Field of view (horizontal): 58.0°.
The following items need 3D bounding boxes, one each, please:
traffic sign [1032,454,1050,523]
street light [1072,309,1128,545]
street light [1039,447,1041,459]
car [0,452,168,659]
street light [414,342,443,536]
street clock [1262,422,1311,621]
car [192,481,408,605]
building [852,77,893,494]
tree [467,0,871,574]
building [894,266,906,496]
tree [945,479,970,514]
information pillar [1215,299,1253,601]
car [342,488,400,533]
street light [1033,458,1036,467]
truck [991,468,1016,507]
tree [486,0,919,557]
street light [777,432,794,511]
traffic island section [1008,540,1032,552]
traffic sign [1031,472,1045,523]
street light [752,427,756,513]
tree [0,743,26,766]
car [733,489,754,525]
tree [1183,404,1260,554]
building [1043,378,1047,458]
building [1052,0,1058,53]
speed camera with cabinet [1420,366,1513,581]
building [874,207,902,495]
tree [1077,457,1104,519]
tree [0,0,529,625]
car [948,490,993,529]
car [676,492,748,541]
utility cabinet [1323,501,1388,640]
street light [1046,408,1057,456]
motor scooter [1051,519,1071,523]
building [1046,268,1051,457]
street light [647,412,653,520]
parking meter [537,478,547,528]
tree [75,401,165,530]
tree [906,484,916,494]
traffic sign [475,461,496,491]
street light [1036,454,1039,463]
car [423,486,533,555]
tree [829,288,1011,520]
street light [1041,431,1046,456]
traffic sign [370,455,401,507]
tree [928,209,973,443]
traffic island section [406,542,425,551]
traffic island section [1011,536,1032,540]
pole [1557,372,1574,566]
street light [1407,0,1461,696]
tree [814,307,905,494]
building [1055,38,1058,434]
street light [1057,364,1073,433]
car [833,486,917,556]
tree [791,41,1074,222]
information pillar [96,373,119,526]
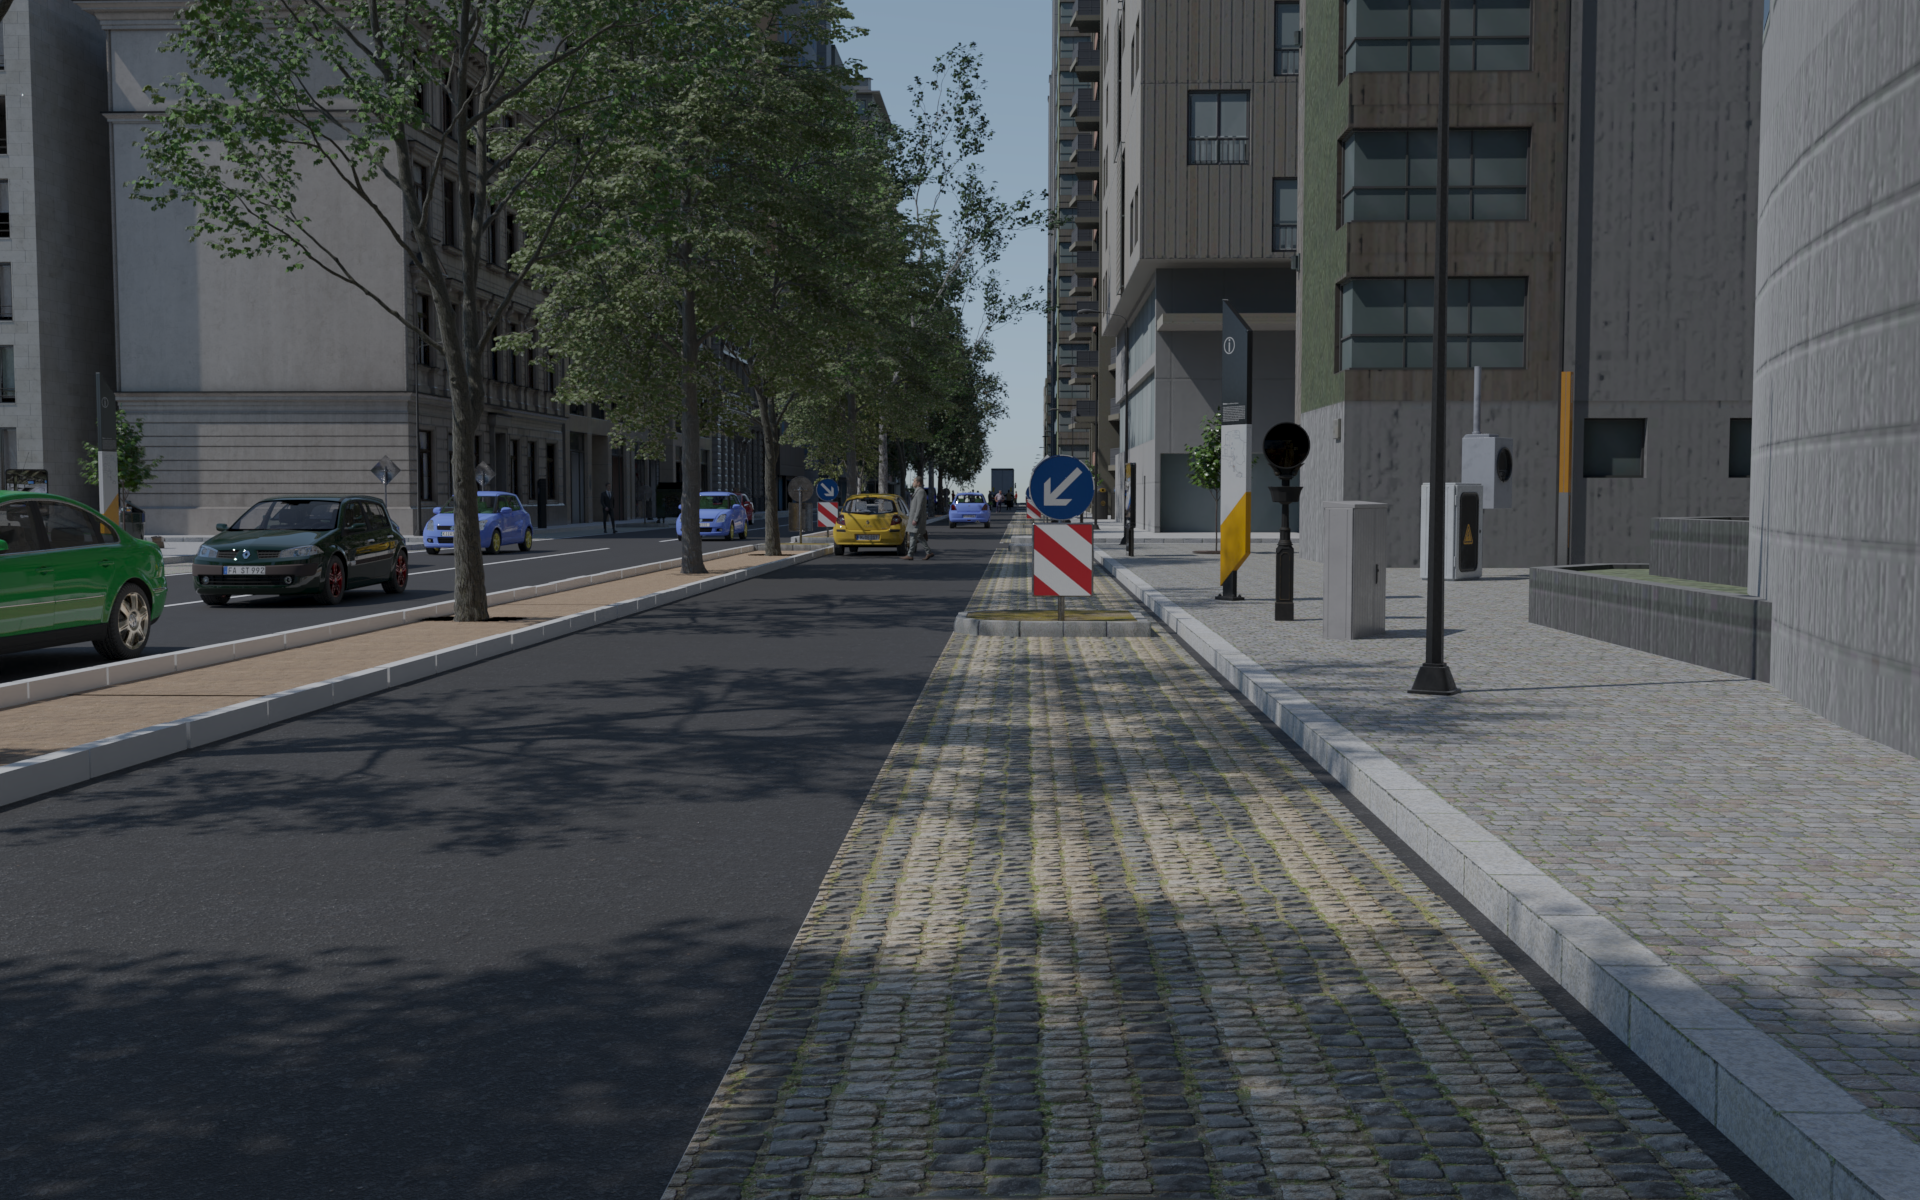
[{"bbox_3d":[2.207,-2.455,43.775,0.795,2.450,0.064,0,4,2],"label":"traffic sign"},{"bbox_3d":[3.656,-4.350,43.669,1.470,5.913,1.316,0,4,2],"label":"street light"},{"bbox_3d":[7.230,-10.130,138.161,1.470,5.913,1.316,0,4,2],"label":"street light"},{"bbox_3d":[-8.120,-0.301,13.721,1.959,1.807,4.718,0,4,2],"label":"car"},{"bbox_3d":[-15.895,-4.890,52.496,1.470,5.913,1.316,0,4,2],"label":"street light"},{"bbox_3d":[3.290,-0.792,17.519,0.471,2.002,0.358,0,4,8],"label":"street clock"},{"bbox_3d":[-8.920,-0.848,23.656,2.009,1.686,4.222,0,4,0],"label":"car"},{"bbox_3d":[-23.494,-38.850,224.439,28.713,52.752,27.495,0,4,2],"label":"building"},{"bbox_3d":[-4.720,-6.713,30.334,7.486,12.596,7.792,0,3,0],"label":"tree"},{"bbox_3d":[-16.105,-36.213,275.684,14.154,41.232,14.086,0,4,2],"label":"building"},{"bbox_3d":[-0.906,-10.558,125.437,4.360,8.622,3.978,0,3,0],"label":"tree"},{"bbox_3d":[3.302,-1.798,20.757,0.183,3.616,0.504,-2,4,-30],"label":"information pillar"},{"bbox_3d":[-12.050,-1.418,32.979,2.009,1.686,4.222,0,4,1],"label":"car"},{"bbox_3d":[9.615,-14.079,202.734,1.470,5.913,1.316,0,4,2],"label":"street light"},{"bbox_3d":[4.798,-12.474,192.864,2.839,4.237,11.283,0,4,2],"label":"truck"},{"bbox_3d":[-4.419,-6.821,39.740,9.928,11.665,9.643,0,3,0],"label":"tree"},{"bbox_3d":[-12.976,-9.556,128.783,1.470,5.913,1.316,0,4,2],"label":"street light"},{"bbox_3d":[2.231,-1.319,43.852,2.009,0.180,2.903,0,4,2],"label":"traffic island section"},{"bbox_3d":[2.507,-2.943,51.755,0.795,2.450,0.064,0,4,2],"label":"traffic sign"},{"bbox_3d":[-13.457,-8.828,116.884,1.470,5.913,1.316,0,4,2],"label":"street light"},{"bbox_3d":[-5.729,-4.933,8.865,9.928,11.665,9.643,0,3,0],"label":"tree"},{"bbox_3d":[-10.602,-4.306,79.450,2.155,1.783,4.494,0,4,3],"label":"car"},{"bbox_3d":[5.658,-2.610,37.279,1.663,3.219,1.824,0,3,0],"label":"tree"},{"bbox_3d":[27.020,-26.086,271.549,27.650,21.520,28.899,0,4,2],"label":"building"},{"bbox_3d":[20.396,-39.475,187.408,21.231,58.520,28.212,0,4,2],"label":"building"},{"bbox_3d":[7.709,-1.952,26.258,0.660,3.252,2.038,3,5,41],"label":"speed camera with cabinet"},{"bbox_3d":[-19.882,-36.625,253.448,22.147,44.769,28.867,0,4,2],"label":"building"},{"bbox_3d":[6.446,-5.812,89.622,1.663,3.219,1.824,0,3,0],"label":"tree"},{"bbox_3d":[-5.599,-5.568,19.248,9.928,11.665,9.643,0,3,0],"label":"tree"},{"bbox_3d":[0.431,-3.900,73.362,1.945,1.707,3.694,0,4,2],"label":"car"},{"bbox_3d":[-7.720,-2.717,54.011,1.945,1.707,3.694,0,4,3],"label":"car"},{"bbox_3d":[3.589,-0.277,15.689,0.306,1.237,1.020,2,4,30],"label":"utility cabinet"},{"bbox_3d":[5.577,-7.433,94.066,1.470,5.913,1.316,0,4,2],"label":"street light"},{"bbox_3d":[2.035,-1.350,34.855,0.815,1.314,1.986,0,4,3],"label":"motor scooter"},{"bbox_3d":[18.095,-27.522,221.687,14.160,30.474,14.107,0,4,2],"label":"building"},{"bbox_3d":[-14.642,-6.859,84.689,1.470,5.913,1.316,0,4,2],"label":"street light"},{"bbox_3d":[-15.635,-3.612,64.762,0.255,1.863,0.399,-2,4,-31],"label":"parking meter"},{"bbox_3d":[-17.231,-2.526,35.897,1.663,3.219,1.824,0,3,0],"label":"tree"},{"bbox_3d":[-8.891,-17.922,287.624,1.663,3.219,1.824,0,3,0],"label":"tree"},{"bbox_3d":[-14.425,-2.983,52.409,0.795,2.450,0.064,0,4,2],"label":"traffic sign"},{"bbox_3d":[8.456,-12.099,170.355,1.470,5.913,1.316,0,4,2],"label":"street light"},{"bbox_3d":[-11.708,-1.990,42.121,1.945,1.707,3.694,0,4,4],"label":"car"},{"bbox_3d":[-2.123,-10.626,93.199,9.611,12.733,9.660,0,3,0],"label":"tree"},{"bbox_3d":[6.850,-9.432,126.755,1.470,5.913,1.316,0,4,2],"label":"street light"},{"bbox_3d":[-14.725,-2.495,44.429,0.795,2.450,0.064,0,4,2],"label":"traffic sign"},{"bbox_3d":[-3.462,-8.289,56.106,7.486,12.596,7.792,0,3,0],"label":"tree"},{"bbox_3d":[-14.748,-1.358,44.492,2.009,0.180,2.903,0,4,2],"label":"traffic island section"},{"bbox_3d":[2.531,-1.807,51.831,2.009,0.180,2.903,0,4,2],"label":"traffic island section"},{"bbox_3d":[10.134,-2.149,28.983,0.158,3.312,0.155,0,3,0],"label":"pole"},{"bbox_3d":[2.521,-2.354,11.033,1.470,5.913,1.316,0,4,2],"label":"street light"},{"bbox_3d":[-3.683,-6.705,62.439,4.737,8.622,4.395,0,3,0],"label":"tree"},{"bbox_3d":[19.983,-32.954,158.413,23.786,49.044,30.456,0,4,2],"label":"building"},{"bbox_3d":[4.319,-5.464,61.873,1.470,5.913,1.316,0,4,2],"label":"street light"},{"bbox_3d":[-1.987,-1.923,41.669,2.015,1.641,3.980,0,4,4],"label":"car"},{"bbox_3d":[-2.057,-13.053,71.755,12.611,20.169,13.585,0,3,0],"label":"tree"},{"bbox_3d":[-16.617,-2.594,33.763,0.183,3.616,0.504,0,4,8],"label":"information pillar"}]
